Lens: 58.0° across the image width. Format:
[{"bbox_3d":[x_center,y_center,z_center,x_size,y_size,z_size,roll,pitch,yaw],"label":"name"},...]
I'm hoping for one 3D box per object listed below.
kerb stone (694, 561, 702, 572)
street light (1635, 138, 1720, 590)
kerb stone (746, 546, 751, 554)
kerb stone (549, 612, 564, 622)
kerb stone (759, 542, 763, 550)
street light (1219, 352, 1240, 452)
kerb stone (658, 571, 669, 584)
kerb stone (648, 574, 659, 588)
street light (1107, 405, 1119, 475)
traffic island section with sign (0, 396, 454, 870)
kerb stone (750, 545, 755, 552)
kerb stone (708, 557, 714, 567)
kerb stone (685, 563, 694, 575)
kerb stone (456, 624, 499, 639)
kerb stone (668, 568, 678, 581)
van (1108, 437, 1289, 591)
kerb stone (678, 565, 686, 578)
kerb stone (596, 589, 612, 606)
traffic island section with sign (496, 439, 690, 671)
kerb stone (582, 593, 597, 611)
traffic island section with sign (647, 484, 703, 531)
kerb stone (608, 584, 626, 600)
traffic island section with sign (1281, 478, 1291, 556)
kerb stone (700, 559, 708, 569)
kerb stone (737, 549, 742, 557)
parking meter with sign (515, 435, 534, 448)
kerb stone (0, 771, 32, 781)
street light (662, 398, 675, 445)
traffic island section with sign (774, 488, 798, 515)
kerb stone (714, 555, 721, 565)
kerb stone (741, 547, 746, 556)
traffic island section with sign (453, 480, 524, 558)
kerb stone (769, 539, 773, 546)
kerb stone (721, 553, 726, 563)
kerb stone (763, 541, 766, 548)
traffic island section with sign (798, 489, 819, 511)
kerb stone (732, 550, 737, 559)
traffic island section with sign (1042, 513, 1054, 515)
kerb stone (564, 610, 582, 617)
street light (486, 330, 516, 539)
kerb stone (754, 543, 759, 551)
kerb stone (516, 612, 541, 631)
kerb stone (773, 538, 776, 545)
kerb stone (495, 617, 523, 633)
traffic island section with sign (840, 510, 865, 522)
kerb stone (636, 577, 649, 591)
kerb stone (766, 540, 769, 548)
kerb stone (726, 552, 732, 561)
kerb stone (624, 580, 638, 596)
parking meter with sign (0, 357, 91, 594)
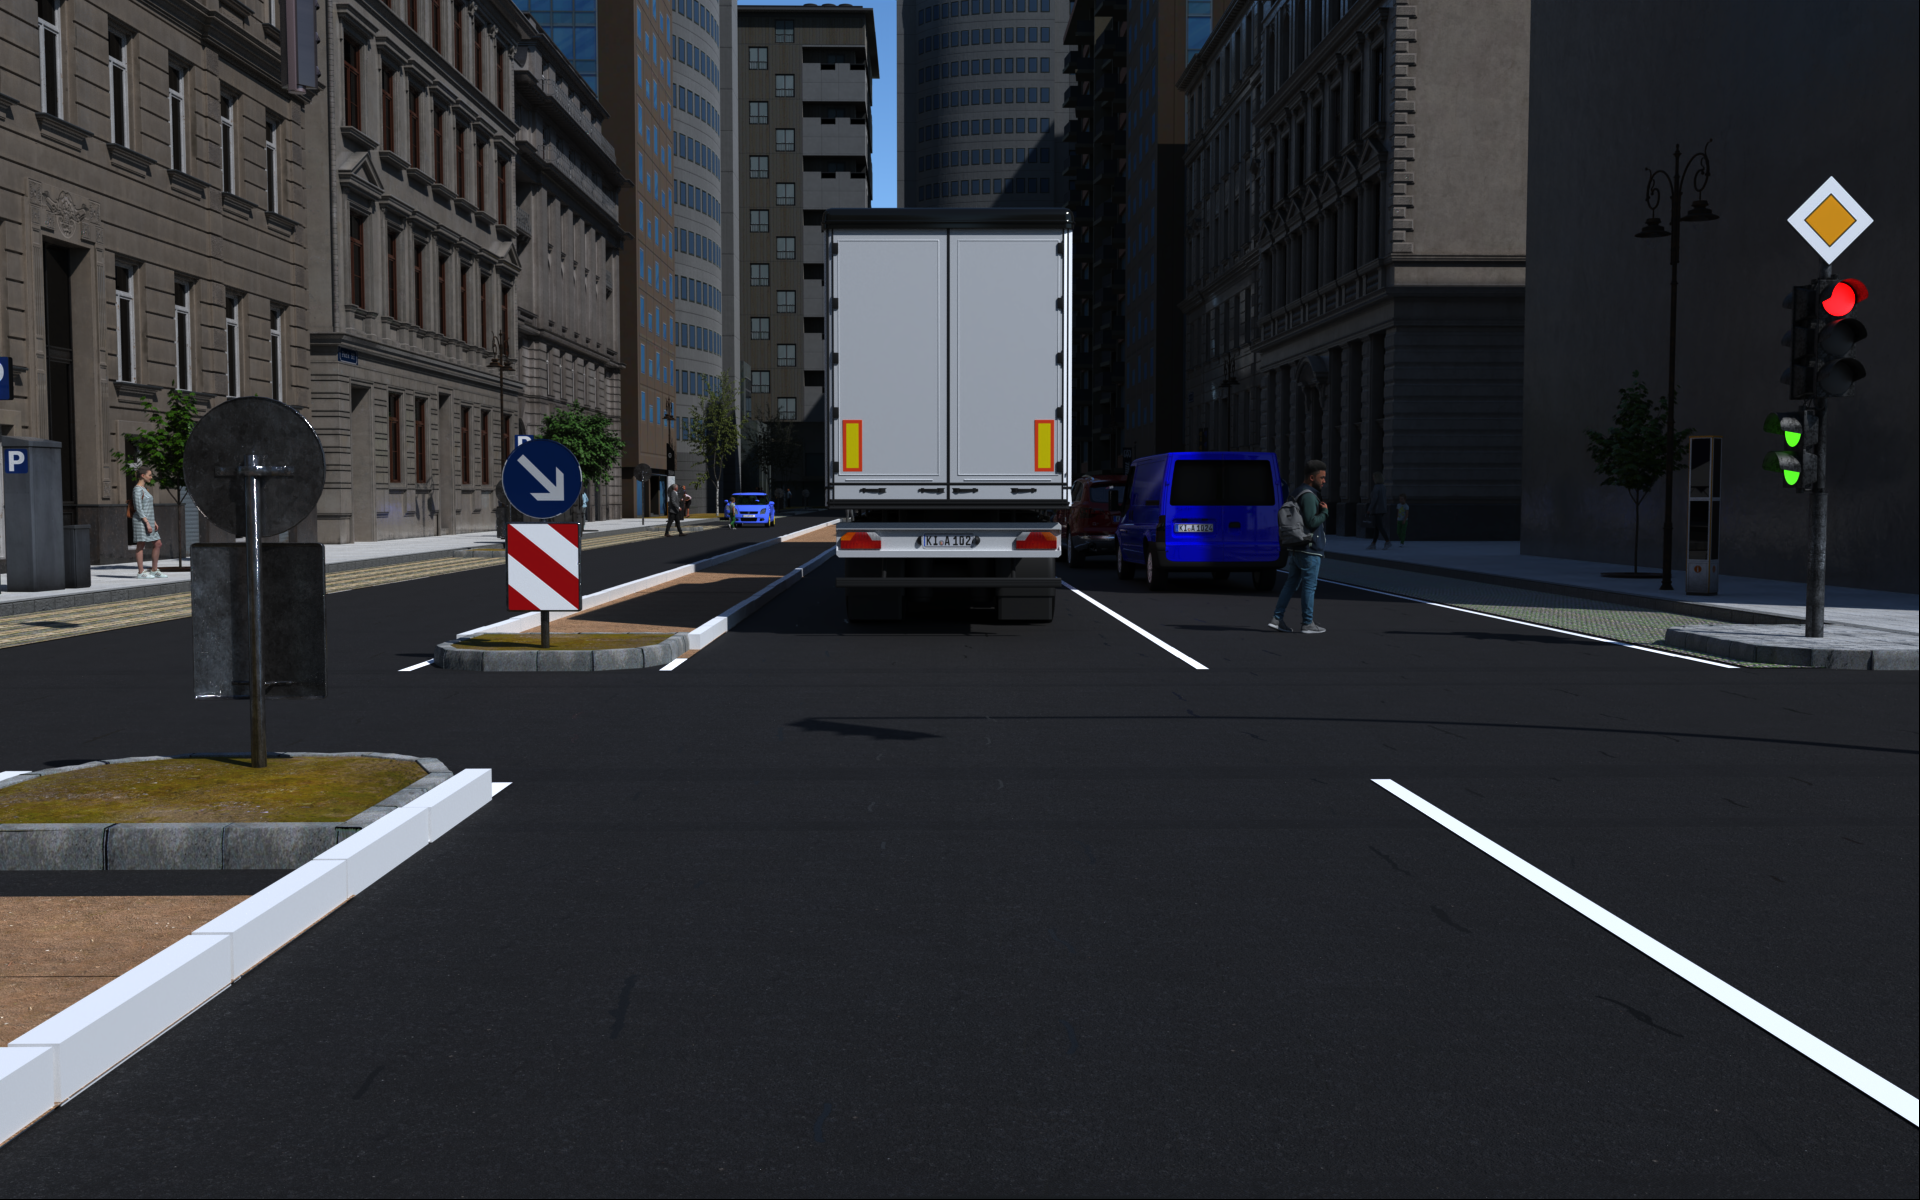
[{"bbox_3d":[-4.896,-0.580,31.685,0.120,0.150,1.000,0,4,-1],"label":"kerb stone"},{"bbox_3d":[9.466,-3.073,23.026,0.468,5.910,1.993,0,4,-1],"label":"street light"},{"bbox_3d":[-5.113,-1.145,40.918,0.120,0.150,1.000,0,4,-1],"label":"kerb stone"},{"bbox_3d":[-4.627,0.172,19.392,0.120,0.150,1.000,0,4,-1],"label":"kerb stone"},{"bbox_3d":[-5.181,-1.328,43.991,0.120,0.150,1.000,0,4,-1],"label":"kerb stone"},{"bbox_3d":[8.761,-5.118,56.463,0.468,5.910,1.993,0,4,-1],"label":"street light"},{"bbox_3d":[-4.811,-0.330,27.585,0.120,0.150,1.000,0,4,-1],"label":"kerb stone"},{"bbox_3d":[-4.786,-0.267,26.562,0.120,0.150,1.000,0,4,-1],"label":"kerb stone"},{"bbox_3d":[7.967,-7.184,90.244,0.468,5.910,1.993,0,4,-1],"label":"street light"},{"bbox_3d":[-3.294,0.037,7.536,2.006,1.907,1.989,0,4,-1],"label":"traffic island section with sign"},{"bbox_3d":[-5.146,-1.203,41.940,0.120,0.150,1.000,0,4,-1],"label":"kerb stone"},{"bbox_3d":[-4.959,-0.706,33.735,0.120,0.150,1.000,0,4,-1],"label":"kerb stone"},{"bbox_3d":[-4.882,-0.518,30.661,0.120,0.150,1.000,0,4,-1],"label":"kerb stone"},{"bbox_3d":[-4.545,0.360,16.306,0.120,0.150,1.000,0,4,-1],"label":"kerb stone"},{"bbox_3d":[-4.830,-0.392,28.613,0.120,0.150,1.000,0,4,-1],"label":"kerb stone"},{"bbox_3d":[3.657,-1.401,27.294,2.240,2.365,5.245,0,4,-2],"label":"van"},{"bbox_3d":[-4.858,-0.452,29.638,0.120,0.150,1.000,0,4,-1],"label":"kerb stone"},{"bbox_3d":[-4.696,-0.010,22.458,0.120,0.150,1.000,0,4,-1],"label":"kerb stone"},{"bbox_3d":[-3.455,-0.416,14.942,2.006,1.907,1.989,0,4,-1],"label":"traffic island section with sign"},{"bbox_3d":[-4.673,0.046,21.436,0.120,0.150,1.000,0,4,-1],"label":"kerb stone"},{"bbox_3d":[-11.021,-3.581,67.172,1.989,1.847,2.006,0,4,-1],"label":"traffic island section with sign"},{"bbox_3d":[-4.713,-0.079,23.480,0.120,0.150,1.000,0,4,-1],"label":"kerb stone"},{"bbox_3d":[7.123,-1.957,40.633,1.989,1.847,2.006,0,4,-1],"label":"traffic island section with sign"},{"bbox_3d":[-4.930,-0.643,32.708,0.120,0.150,1.000,0,4,-1],"label":"kerb stone"},{"bbox_3d":[-5.065,-1.014,38.866,0.120,0.150,1.000,0,4,-1],"label":"kerb stone"},{"bbox_3d":[-12.905,-3.400,51.855,0.543,3.016,1.738,0,4,-6],"label":"parking meter with sign"},{"bbox_3d":[-4.345,0.897,7.522,0.120,0.150,1.000,0,4,-1],"label":"kerb stone"},{"bbox_3d":[-13.767,-6.686,82.104,0.468,5.910,1.993,0,4,-1],"label":"street light"},{"bbox_3d":[-12.168,-6.620,116.872,1.989,1.847,2.006,0,4,-1],"label":"traffic island section with sign"},{"bbox_3d":[-4.967,-0.761,34.757,0.120,0.150,1.000,0,4,-1],"label":"kerb stone"},{"bbox_3d":[-5.092,-1.083,39.896,0.120,0.150,1.000,0,4,-1],"label":"kerb stone"},{"bbox_3d":[-10.395,-1.903,39.737,1.989,1.847,2.006,0,4,-1],"label":"traffic island section with sign"},{"bbox_3d":[-5.250,-1.516,47.060,0.120,0.150,1.000,0,4,-1],"label":"kerb stone"},{"bbox_3d":[-5.001,-0.831,35.786,0.120,0.150,1.000,0,4,-1],"label":"kerb stone"},{"bbox_3d":[-5.204,-1.396,45.013,0.120,0.150,1.000,0,4,-1],"label":"kerb stone"},{"bbox_3d":[-12.799,-8.296,144.263,1.989,1.847,2.006,0,4,-1],"label":"traffic island section with sign"},{"bbox_3d":[-5.040,-0.957,37.838,0.120,0.150,1.000,0,4,-1],"label":"kerb stone"},{"bbox_3d":[5.338,-6.658,117.489,1.989,1.847,2.006,0,4,-1],"label":"traffic island section with sign"},{"bbox_3d":[-4.646,0.113,20.414,0.120,0.150,1.000,0,4,-1],"label":"kerb stone"},{"bbox_3d":[-12.913,-4.653,48.860,0.468,5.910,1.993,0,4,-1],"label":"street light"},{"bbox_3d":[-5.166,-1.270,42.962,0.120,0.150,1.000,0,4,-1],"label":"kerb stone"},{"bbox_3d":[-4.601,0.234,18.370,0.120,0.150,1.000,0,4,-1],"label":"kerb stone"},{"bbox_3d":[-5.289,-1.583,48.081,0.120,0.150,1.000,0,4,-1],"label":"kerb stone"},{"bbox_3d":[-4.573,0.303,17.339,0.120,0.150,1.000,0,4,-1],"label":"kerb stone"},{"bbox_3d":[-5.193,-5.011,90.060,2.006,1.907,1.989,0,4,-1],"label":"traffic island section with sign"},{"bbox_3d":[-4.766,-0.204,25.537,0.120,0.150,1.000,0,4,-1],"label":"kerb stone"},{"bbox_3d":[-5.238,-1.455,46.034,0.120,0.150,1.000,0,4,-1],"label":"kerb stone"},{"bbox_3d":[-5.013,-0.892,36.817,0.120,0.150,1.000,0,4,-1],"label":"kerb stone"},{"bbox_3d":[-4.742,-0.142,24.515,0.120,0.150,1.000,0,4,-1],"label":"kerb stone"},{"bbox_3d":[-12.233,-1.630,22.910,0.543,3.016,1.738,0,4,6],"label":"parking meter with sign"}]
